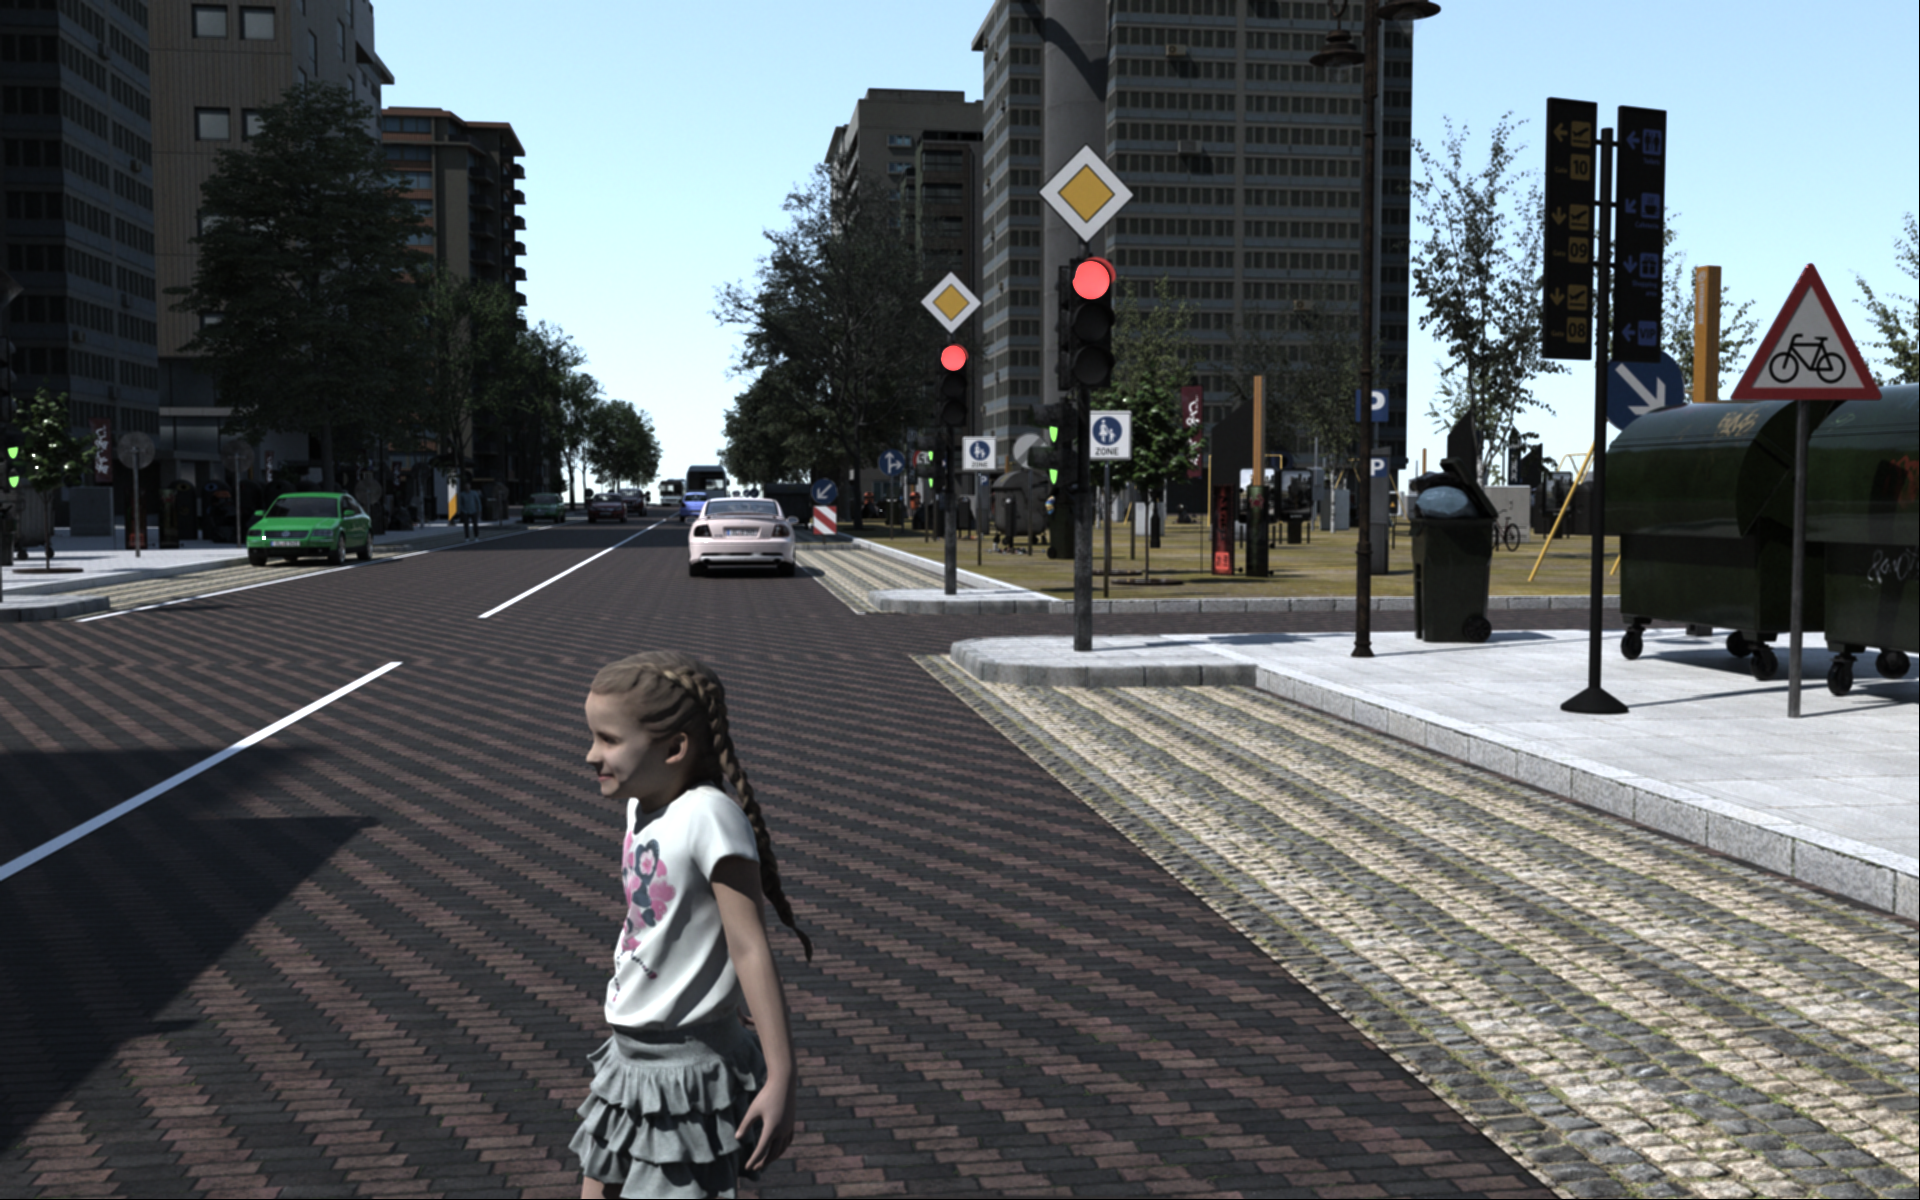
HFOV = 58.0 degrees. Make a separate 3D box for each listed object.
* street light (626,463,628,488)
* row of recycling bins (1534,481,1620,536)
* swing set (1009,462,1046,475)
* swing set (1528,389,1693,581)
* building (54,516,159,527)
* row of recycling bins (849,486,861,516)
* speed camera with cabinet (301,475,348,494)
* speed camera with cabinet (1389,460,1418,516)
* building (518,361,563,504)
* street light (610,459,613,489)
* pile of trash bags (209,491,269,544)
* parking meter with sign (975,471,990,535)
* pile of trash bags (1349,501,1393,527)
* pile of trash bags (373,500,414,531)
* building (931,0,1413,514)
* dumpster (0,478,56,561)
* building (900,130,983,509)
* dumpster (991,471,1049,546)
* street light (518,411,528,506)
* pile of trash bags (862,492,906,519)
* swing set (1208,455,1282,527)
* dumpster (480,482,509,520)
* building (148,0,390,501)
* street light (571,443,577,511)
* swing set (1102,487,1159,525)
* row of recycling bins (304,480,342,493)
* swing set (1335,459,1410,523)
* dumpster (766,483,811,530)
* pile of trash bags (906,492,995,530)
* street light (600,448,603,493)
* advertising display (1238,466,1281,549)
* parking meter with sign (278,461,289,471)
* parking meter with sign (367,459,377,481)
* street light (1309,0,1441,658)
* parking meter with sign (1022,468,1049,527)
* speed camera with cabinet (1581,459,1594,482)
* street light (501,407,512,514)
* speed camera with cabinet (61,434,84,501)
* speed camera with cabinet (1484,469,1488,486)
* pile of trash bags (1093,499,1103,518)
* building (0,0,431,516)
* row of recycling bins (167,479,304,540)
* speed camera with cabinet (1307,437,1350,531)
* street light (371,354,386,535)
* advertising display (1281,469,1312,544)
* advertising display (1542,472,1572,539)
[{"bbox_3d":[-40.963,-14.703,213.184,0.468,5.910,1.993,0,4,-8],"label":"street light"},{"bbox_3d":[19.486,-2.890,54.362,1.069,1.692,3.534,-2,4,-29],"label":"row of recycling bins"},{"bbox_3d":[3.761,-5.368,85.389,3.119,2.851,2.862,-1,4,-8],"label":"swing set"},{"bbox_3d":[10.493,-1.712,25.618,2.862,2.851,3.119,3,5,44],"label":"swing set"},{"bbox_3d":[-47.800,-23.162,70.578,32.217,40.220,23.993,0,4,-8],"label":"building"},{"bbox_3d":[-5.789,-5.251,92.967,1.069,1.692,3.534,0,4,-3],"label":"row of recycling bins"},{"bbox_3d":[-30.366,-5.407,82.742,2.038,3.252,0.660,-3,4,-37],"label":"speed camera with cabinet"},{"bbox_3d":[25.816,-6.508,100.737,2.038,3.252,0.660,2,4,32],"label":"speed camera with cabinet"},{"bbox_3d":[-67.665,-23.399,227.608,27.650,21.520,28.899,0,4,-8],"label":"building"},{"bbox_3d":[-36.017,-12.595,178.719,0.468,5.910,1.993,0,4,-8],"label":"street light"},{"bbox_3d":[-19.012,-2.218,46.023,3.447,1.369,1.912,3,5,43],"label":"pile of trash bags"},{"bbox_3d":[0.685,-3.569,54.621,0.543,3.016,1.738,0,4,-3],"label":"parking meter with sign"},{"bbox_3d":[15.539,-3.596,68.542,1.912,1.369,3.447,-2,4,-29],"label":"pile of trash bags"},{"bbox_3d":[-20.793,-3.070,59.944,1.912,1.369,3.447,3,4,37],"label":"pile of trash bags"},{"bbox_3d":[14.692,-26.385,123.271,32.217,40.220,23.993,0,4,-8],"label":"building"},{"bbox_3d":[-18.654,-1.722,33.909,1.264,1.857,1.865,0,4,-8],"label":"dumpster"},{"bbox_3d":[3.110,-22.622,141.565,14.160,30.474,14.107,0,4,-8],"label":"building"},{"bbox_3d":[1.545,-2.327,43.810,1.264,1.857,1.865,0,4,-8],"label":"dumpster"},{"bbox_3d":[-24.258,-7.558,96.362,0.468,5.910,1.993,0,4,-8],"label":"street light"},{"bbox_3d":[-3.377,-4.866,89.313,3.447,1.369,1.912,-3,5,-44],"label":"pile of trash bags"},{"bbox_3d":[11.297,-4.389,69.373,3.119,2.851,2.862,1,4,9],"label":"swing set"},{"bbox_3d":[-23.001,-4.878,85.517,1.264,1.857,1.865,0,4,-8],"label":"dumpster"},{"bbox_3d":[-50.970,-31.474,103.844,28.713,52.752,27.495,0,4,-8],"label":"building"},{"bbox_3d":[-29.191,-9.668,130.856,0.468,5.910,1.993,0,4,-8],"label":"street light"},{"bbox_3d":[6.712,-4.697,74.418,3.119,2.851,2.862,3,5,42],"label":"swing set"},{"bbox_3d":[-19.817,-2.719,51.572,1.069,1.692,3.534,2,4,26],"label":"row of recycling bins"},{"bbox_3d":[17.944,-4.825,76.508,2.862,2.851,3.119,-1,4,-16],"label":"swing set"},{"bbox_3d":[-6.847,-3.715,68.956,1.865,1.857,1.264,0,4,-7],"label":"dumpster"},{"bbox_3d":[0.059,-3.210,62.230,3.447,1.369,1.912,-1,4,-18],"label":"pile of trash bags"},{"bbox_3d":[-34.042,-11.733,164.620,0.468,5.910,1.993,0,4,-8],"label":"street light"},{"bbox_3d":[6.996,-2.170,40.696,0.974,1.923,0.123,3,4,37],"label":"advertising display"},{"bbox_3d":[-35.594,-5.855,91.989,0.543,3.016,1.738,0,4,-1],"label":"parking meter with sign"},{"bbox_3d":[-28.703,-5.390,84.389,0.543,3.016,1.738,-2,4,-29],"label":"parking meter with sign"},{"bbox_3d":[3.179,-2.490,13.496,0.468,5.910,1.993,0,4,-8],"label":"street light"},{"bbox_3d":[3.022,-4.293,66.458,1.738,3.016,0.543,-3,4,-38],"label":"parking meter with sign"},{"bbox_3d":[26.072,-4.716,71.443,0.660,3.252,2.038,2,4,28],"label":"speed camera with cabinet"},{"bbox_3d":[-23.303,-7.109,89.026,0.468,5.910,1.993,0,4,-8],"label":"street light"},{"bbox_3d":[-29.708,-3.800,56.464,2.038,3.252,0.660,-2,4,-31],"label":"speed camera with cabinet"},{"bbox_3d":[18.358,-4.026,60.156,2.038,3.252,0.660,-2,4,-33],"label":"speed camera with cabinet"},{"bbox_3d":[6.116,-5.015,91.743,1.912,1.369,3.447,2,4,34],"label":"pile of trash bags"},{"bbox_3d":[-57.267,-26.843,130.761,32.217,40.220,23.993,0,4,-8],"label":"building"},{"bbox_3d":[-20.556,-2.550,48.813,3.534,1.692,1.069,0,4,-1],"label":"row of recycling bins"},{"bbox_3d":[12.847,-4.074,60.950,2.038,3.252,0.660,-3,4,-37],"label":"speed camera with cabinet"},{"bbox_3d":[-18.283,-5.008,54.673,0.468,5.910,1.993,0,4,-8],"label":"street light"},{"bbox_3d":[8.602,-2.403,44.497,0.974,1.923,0.123,-1,4,-23],"label":"advertising display"},{"bbox_3d":[17.088,-2.713,49.571,0.974,1.923,0.123,-1,4,-22],"label":"advertising display"}]
